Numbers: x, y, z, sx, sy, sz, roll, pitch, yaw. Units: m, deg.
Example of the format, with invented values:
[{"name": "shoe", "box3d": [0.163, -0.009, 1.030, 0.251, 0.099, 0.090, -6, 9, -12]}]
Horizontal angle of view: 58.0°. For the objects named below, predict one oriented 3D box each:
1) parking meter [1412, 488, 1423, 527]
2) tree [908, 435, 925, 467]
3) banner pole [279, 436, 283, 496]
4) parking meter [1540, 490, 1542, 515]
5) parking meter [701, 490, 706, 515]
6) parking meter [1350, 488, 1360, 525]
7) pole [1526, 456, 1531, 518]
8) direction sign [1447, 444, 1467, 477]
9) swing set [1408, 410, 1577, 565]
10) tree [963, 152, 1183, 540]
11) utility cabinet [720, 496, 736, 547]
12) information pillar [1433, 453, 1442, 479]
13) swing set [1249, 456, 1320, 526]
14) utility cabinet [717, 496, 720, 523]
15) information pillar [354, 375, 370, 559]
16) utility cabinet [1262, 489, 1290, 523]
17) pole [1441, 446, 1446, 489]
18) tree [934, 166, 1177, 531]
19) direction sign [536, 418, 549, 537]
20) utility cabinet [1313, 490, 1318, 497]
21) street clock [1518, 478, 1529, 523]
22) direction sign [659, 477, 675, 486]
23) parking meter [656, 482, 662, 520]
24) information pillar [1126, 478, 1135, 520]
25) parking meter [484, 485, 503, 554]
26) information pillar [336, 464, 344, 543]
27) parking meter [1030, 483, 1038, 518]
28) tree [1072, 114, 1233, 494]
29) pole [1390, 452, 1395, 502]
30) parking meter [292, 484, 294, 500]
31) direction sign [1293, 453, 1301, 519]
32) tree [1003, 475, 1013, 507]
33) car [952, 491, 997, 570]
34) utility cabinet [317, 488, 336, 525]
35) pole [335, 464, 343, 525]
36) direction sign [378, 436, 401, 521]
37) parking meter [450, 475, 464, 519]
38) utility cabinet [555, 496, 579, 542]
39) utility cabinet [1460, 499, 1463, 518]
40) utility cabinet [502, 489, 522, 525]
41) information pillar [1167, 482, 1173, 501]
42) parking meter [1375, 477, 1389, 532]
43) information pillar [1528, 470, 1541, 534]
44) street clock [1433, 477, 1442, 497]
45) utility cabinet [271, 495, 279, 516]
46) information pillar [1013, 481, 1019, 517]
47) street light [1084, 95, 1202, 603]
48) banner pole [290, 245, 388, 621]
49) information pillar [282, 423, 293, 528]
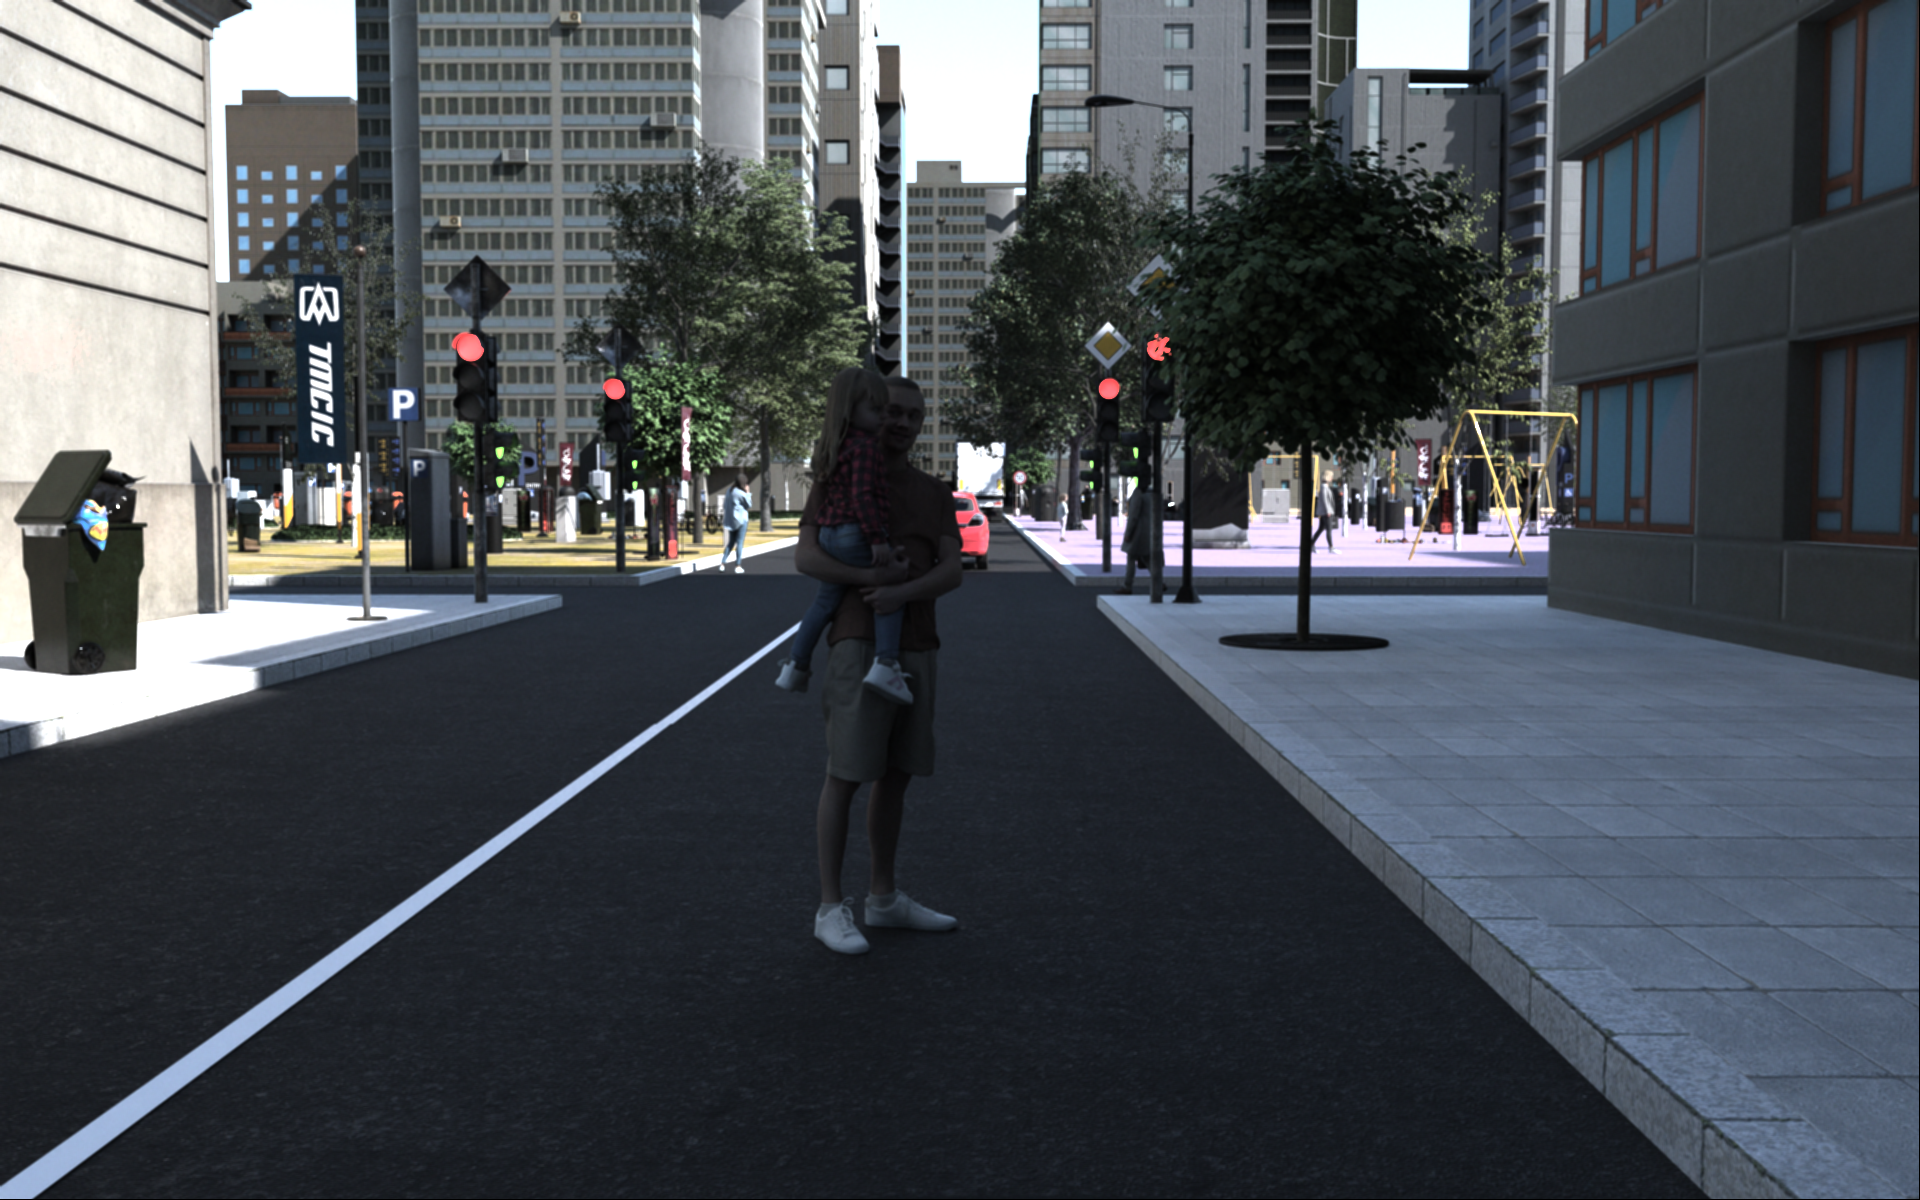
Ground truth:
[{"name": "parking meter", "box3d": [17.991, -3.650, 68.083, 0.372, 1.533, 0.369, 0, 3, 0]}, {"name": "tree", "box3d": [-5.399, -12.870, 160.783, 4.360, 8.622, 3.978, 0, 3, 0]}, {"name": "banner pole", "box3d": [-29.386, -5.200, 75.038, 0.401, 3.779, 0.863, -1, 4, -21]}, {"name": "parking meter", "box3d": [33.235, -5.743, 99.617, 0.399, 1.863, 0.255, 1, 4, 11]}, {"name": "parking meter", "box3d": [-14.877, -5.600, 99.966, 0.372, 1.533, 0.369, 0, 3, 0]}, {"name": "parking meter", "box3d": [16.540, -3.918, 72.476, 0.372, 1.533, 0.369, 0, 3, 0]}, {"name": "pole", "box3d": [30.466, -6.055, 92.834, 0.158, 3.312, 0.155, 0, 3, 0]}, {"name": "direction sign", "box3d": [22.634, -5.318, 78.943, 0.876, 3.537, 0.379, 1, 4, 19]}, {"name": "swing set", "box3d": [10.766, -2.173, 33.147, 3.119, 2.851, 2.862, -2, 4, -31]}, {"name": "tree", "box3d": [3.616, -6.958, 48.174, 7.601, 10.594, 8.767, -1, 4, -18]}, {"name": "utility cabinet", "box3d": [-5.562, -1.906, 42.332, 0.306, 1.237, 1.020, 0, 4, 2]}, {"name": "information pillar", "box3d": [27.167, -6.553, 98.504, 0.504, 3.616, 0.183, 1, 4, 11]}, {"name": "swing set", "box3d": [13.124, -4.507, 71.315, 3.119, 2.851, 2.862, 1, 4, 18]}, {"name": "utility cabinet", "box3d": [-9.491, -3.688, 71.453, 1.020, 1.237, 0.306, -1, 4, -9]}, {"name": "information pillar", "box3d": [-11.888, -2.633, 34.412, 0.183, 3.616, 0.504, 0, 4, 2]}, {"name": "utility cabinet", "box3d": [13.744, -4.080, 75.387, 1.173, 1.500, 0.318, 0, 4, 7]}, {"name": "pole", "box3d": [20.609, -4.891, 73.808, 0.158, 3.312, 0.155, 0, 3, 0]}, {"name": "tree", "box3d": [4.032, -8.785, 60.643, 9.611, 12.733, 9.660, 0, 3, 0]}, {"name": "direction sign", "box3d": [-12.533, -3.661, 51.861, 0.379, 3.537, 0.876, 0, 3, 0]}, {"name": "utility cabinet", "box3d": [20.737, -5.608, 100.368, 0.318, 1.500, 1.173, 1, 4, 22]}, {"name": "street clock", "box3d": [25.091, -4.438, 77.128, 0.471, 2.002, 0.358, 0, 4, -8]}, {"name": "direction sign", "box3d": [-15.680, -6.103, 91.783, 0.876, 3.537, 0.379, -2, 4, -34]}, {"name": "parking meter", "box3d": [-14.630, -4.831, 84.702, 0.399, 1.863, 0.255, 0, 4, 6]}, {"name": "information pillar", "box3d": [8.551, -5.829, 86.651, 0.504, 3.616, 0.183, -3, 5, -39]}, {"name": "parking meter", "box3d": [-10.083, -1.774, 37.421, 0.372, 1.533, 0.369, 0, 3, 0]}, {"name": "information pillar", "box3d": [-16.168, -3.284, 45.046, 0.183, 3.616, 0.504, -1, 4, -20]}, {"name": "parking meter", "box3d": [3.934, -5.256, 91.651, 0.399, 1.863, 0.255, 0, 4, 5]}, {"name": "tree", "box3d": [4.056, -5.114, 33.975, 4.360, 8.622, 3.978, 0, 3, 0]}, {"name": "pole", "box3d": [19.117, -5.061, 76.596, 0.158, 3.312, 0.155, 0, 3, 0]}, {"name": "parking meter", "box3d": [-38.912, -5.800, 100.545, 0.399, 1.863, 0.255, -3, 4, -38]}, {"name": "direction sign", "box3d": [17.299, -5.890, 88.303, 0.876, 3.537, 0.379, -3, 4, -39]}, {"name": "tree", "box3d": [4.513, -11.091, 175.940, 1.663, 3.219, 1.824, 0, 3, 0]}, {"name": "car", "box3d": [-0.340, -1.546, 34.316, 2.155, 1.783, 4.494, 0, 3, 0]}, {"name": "utility cabinet", "box3d": [-22.092, -3.163, 60.393, 0.318, 1.500, 1.173, 1, 4, 13]}, {"name": "pole", "box3d": [-20.545, -3.878, 57.247, 0.158, 3.312, 0.155, 0, 3, 0]}, {"name": "direction sign", "box3d": [-22.439, -4.657, 68.132, 0.876, 3.537, 0.379, 0, 4, 2]}, {"name": "parking meter", "box3d": [-15.167, -2.846, 52.250, 0.255, 1.863, 0.399, 1, 4, 10]}, {"name": "utility cabinet", "box3d": [-10.576, -2.157, 46.428, 0.306, 1.237, 1.020, 0, 4, 3]}, {"name": "utility cabinet", "box3d": [23.923, -4.381, 82.784, 1.020, 1.237, 0.306, -2, 4, -24]}, {"name": "utility cabinet", "box3d": [-18.576, -3.811, 70.993, 1.173, 1.500, 0.318, 1, 4, 12]}, {"name": "information pillar", "box3d": [12.492, -6.027, 103.031, 0.304, 2.012, 0.304, 1, 4, 11]}, {"name": "parking meter", "box3d": [14.345, -3.250, 58.853, 0.399, 1.863, 0.255, -1, 4, -23]}, {"name": "information pillar", "box3d": [17.442, -2.942, 52.599, 0.304, 2.012, 0.304, 2, 4, 29]}, {"name": "street clock", "box3d": [20.618, -4.284, 74.617, 0.471, 2.002, 0.358, -1, 4, -12]}, {"name": "utility cabinet", "box3d": [-40.013, -5.561, 102.080, 1.020, 1.237, 0.306, -3, 5, -42]}, {"name": "information pillar", "box3d": [3.219, -5.700, 97.686, 0.304, 2.012, 0.304, -2, 4, -34]}, {"name": "street light", "box3d": [2.148, -2.923, 20.330, 1.470, 5.913, 1.316, 0, 4, 1]}, {"name": "banner pole", "box3d": [-6.265, -1.679, 17.475, 0.863, 3.779, 0.401, -1, 4, -17]}, {"name": "information pillar", "box3d": [-22.235, -4.031, 57.260, 0.183, 3.616, 0.504, 0, 4, 3]}]
